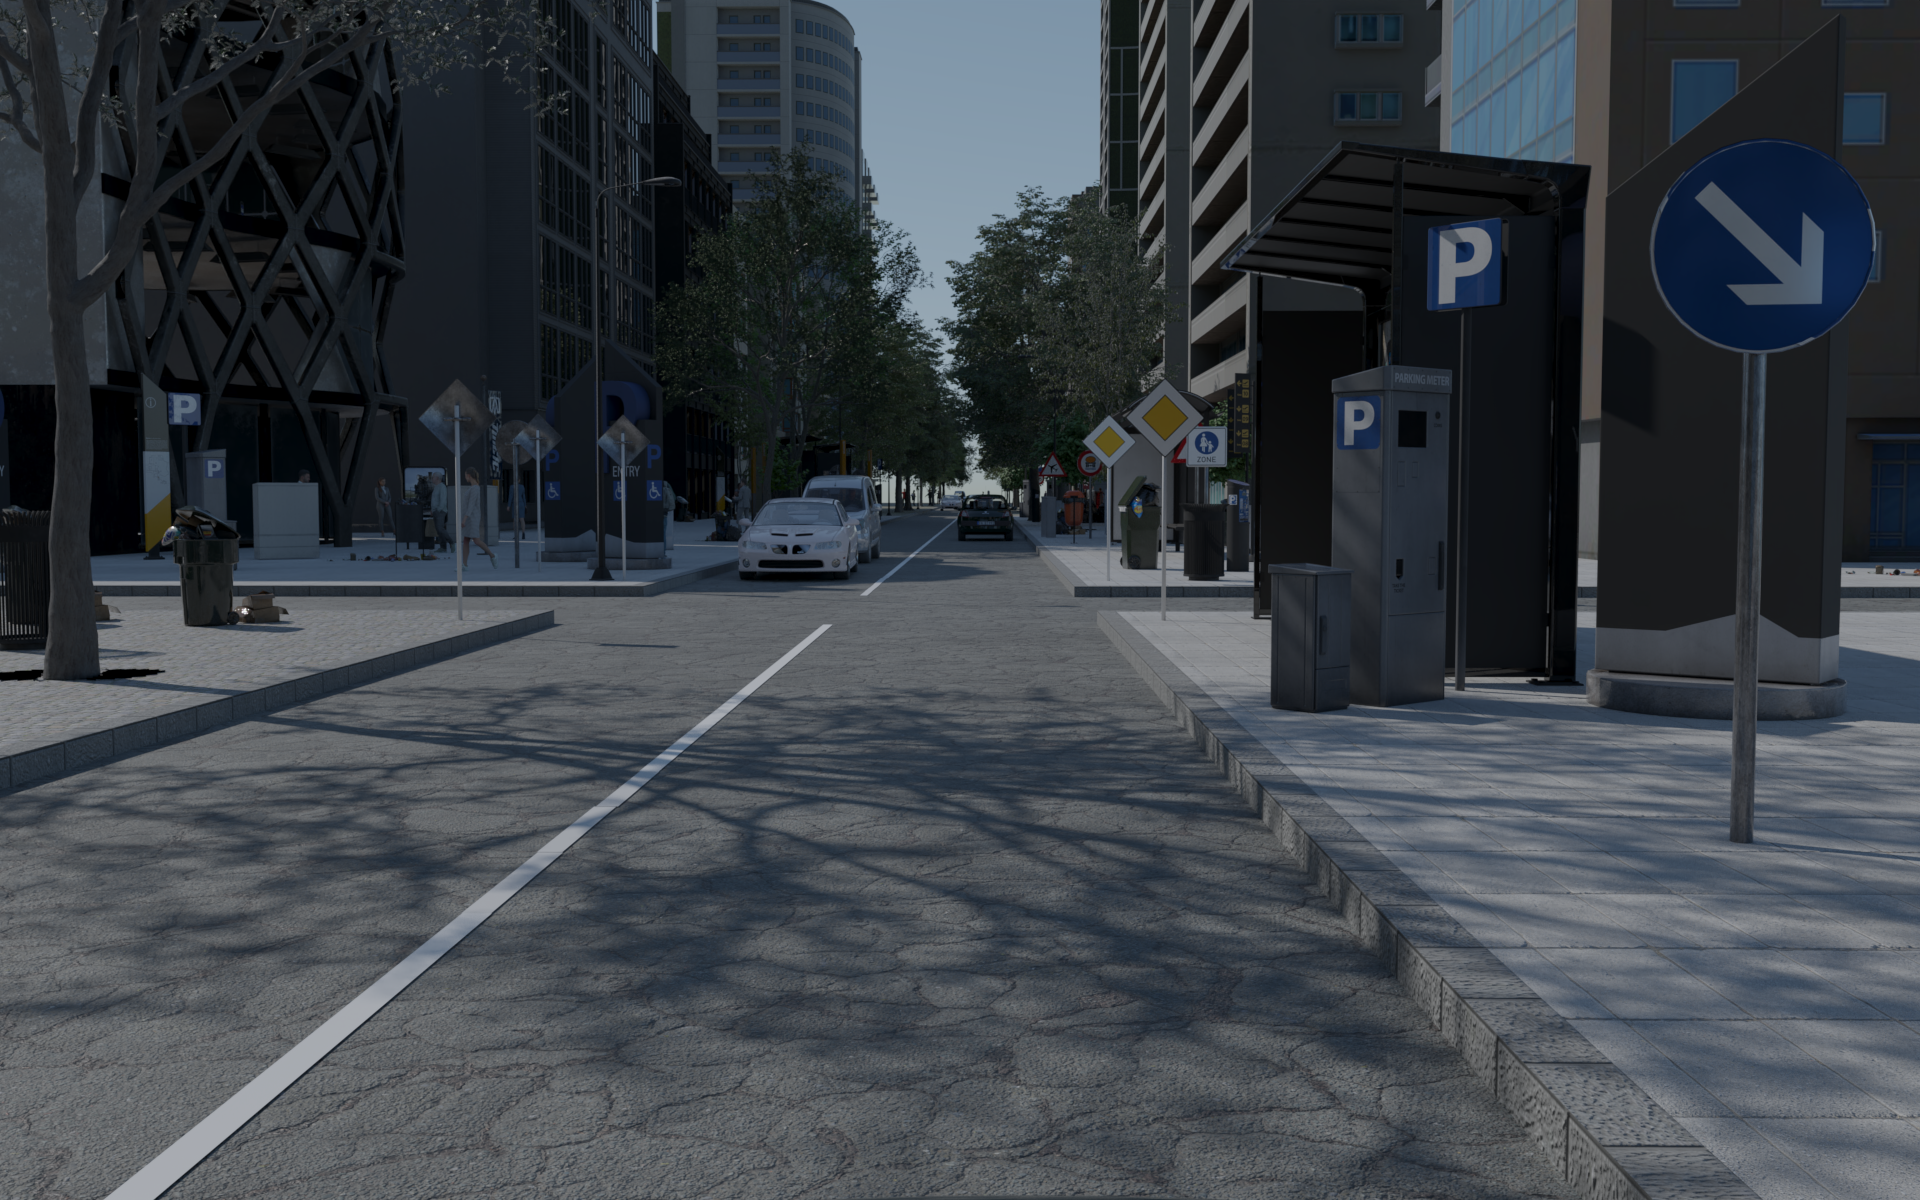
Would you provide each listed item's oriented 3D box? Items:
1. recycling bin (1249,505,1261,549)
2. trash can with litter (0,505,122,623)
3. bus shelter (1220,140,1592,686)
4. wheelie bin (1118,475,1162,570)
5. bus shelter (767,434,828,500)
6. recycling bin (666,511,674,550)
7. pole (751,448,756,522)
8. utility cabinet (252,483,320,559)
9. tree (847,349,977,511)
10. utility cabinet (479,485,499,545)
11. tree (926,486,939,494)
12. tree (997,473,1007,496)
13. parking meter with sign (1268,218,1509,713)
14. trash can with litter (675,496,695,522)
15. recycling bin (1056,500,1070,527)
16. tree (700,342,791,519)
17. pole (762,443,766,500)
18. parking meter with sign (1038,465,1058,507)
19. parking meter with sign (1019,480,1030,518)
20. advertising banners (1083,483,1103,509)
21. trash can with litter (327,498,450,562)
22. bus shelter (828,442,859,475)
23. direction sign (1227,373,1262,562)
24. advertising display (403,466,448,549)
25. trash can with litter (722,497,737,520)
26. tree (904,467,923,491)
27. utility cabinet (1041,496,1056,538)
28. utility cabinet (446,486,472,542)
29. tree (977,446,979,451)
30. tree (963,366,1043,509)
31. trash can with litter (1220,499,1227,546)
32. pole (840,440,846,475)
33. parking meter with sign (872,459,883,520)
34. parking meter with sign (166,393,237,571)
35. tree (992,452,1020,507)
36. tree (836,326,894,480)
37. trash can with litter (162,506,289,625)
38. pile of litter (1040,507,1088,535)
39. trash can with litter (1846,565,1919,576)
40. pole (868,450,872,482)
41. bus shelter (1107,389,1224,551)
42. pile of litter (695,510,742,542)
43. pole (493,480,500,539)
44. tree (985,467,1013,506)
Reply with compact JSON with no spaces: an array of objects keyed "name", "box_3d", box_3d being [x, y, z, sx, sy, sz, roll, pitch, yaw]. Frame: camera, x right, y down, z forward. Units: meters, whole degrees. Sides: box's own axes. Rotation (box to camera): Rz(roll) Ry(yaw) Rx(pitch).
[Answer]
[{"name":"recycling bin","box_3d":[6.778,-1.638,39.333,0.722,1.027,0.722,2,4,26]},{"name":"trash can with litter","box_3d":[-9.091,-0.369,17.427,1.055,1.170,0.624,-3,5,-44]},{"name":"bus shelter","box_3d":[3.454,-1.429,14.649,1.731,3.624,6.357,0,4,1]},{"name":"wheelie bin","box_3d":[3.095,-1.332,29.684,0.693,1.594,0.980,0,4,-7]},{"name":"bus shelter","box_3d":[-6.637,-4.847,70.533,1.731,3.624,6.357,0,4,1]},{"name":"recycling bin","box_3d":[-7.046,-1.657,39.642,0.722,1.027,0.722,3,5,43]},{"name":"pole","box_3d":[-9.083,-5.036,76.181,0.158,3.312,0.155,0,3,0]},{"name":"utility cabinet","box_3d":[-13.274,-1.556,34.118,1.173,1.500,0.318,-3,5,-40]},{"name":"tree","box_3d":[-4.032,-13.289,134.283,9.611,12.733,9.660,0,3,0]},{"name":"utility cabinet","box_3d":[-11.761,-2.102,43.046,0.318,1.500,1.173,-2,4,-29]},{"name":"tree","box_3d":[-3.379,-13.991,223.349,1.663,3.219,1.824,0,3,0]},{"name":"tree","box_3d":[5.899,-16.871,226.195,4.737,8.622,4.395,0,3,0]},{"name":"parking meter with sign","box_3d":[2.632,-0.882,10.680,1.738,3.016,0.543,-3,5,-40]},{"name":"trash can with litter","box_3d":[-12.550,-4.151,79.255,1.055,1.170,0.624,2,4,34]},{"name":"recycling bin","box_3d":[4.139,-3.403,68.185,0.722,1.027,0.722,2,4,23]},{"name":"tree","box_3d":[-10.164,-8.063,82.191,4.737,8.622,4.395,0,3,0]},{"name":"pole","box_3d":[-7.764,-4.586,68.819,0.158,3.312,0.155,0,3,0]},{"name":"parking meter with sign","box_3d":[4.990,-5.879,92.386,1.738,3.016,0.543,2,4,25]},{"name":"parking meter with sign","box_3d":[3.777,-5.984,94.101,0.543,3.016,1.738,-2,4,-28]},{"name":"advertising banners","box_3d":[7.689,-6.089,95.748,2.074,3.025,0.090,0,4,-7]},{"name":"trash can with litter","box_3d":[-11.065,-1.375,33.541,2.233,1.210,1.678,-1,4,-14]},{"name":"bus shelter","box_3d":[-5.809,-5.495,81.124,1.731,3.624,6.357,0,4,1]},{"name":"direction sign","box_3d":[5.526,-2.486,32.638,0.876,3.537,0.379,-2,4,-27]},{"name":"advertising display","box_3d":[-12.388,-2.138,40.168,0.974,1.923,0.123,0,4,-6]},{"name":"trash can with litter","box_3d":[-11.341,-4.575,86.185,1.055,1.170,0.624,1,4,16]},{"name":"tree","box_3d":[-4.682,-12.207,149.950,4.737,8.622,4.395,0,3,0]},{"name":"utility cabinet","box_3d":[2.636,-2.461,51.397,0.306,1.237,1.020,0,4,-7]},{"name":"utility cabinet","box_3d":[-13.304,-2.281,45.972,0.318,1.500,1.173,0,4,3]},{"name":"tree","box_3d":[-2.186,-19.549,236.631,9.611,12.733,9.660,0,3,0]},{"name":"tree","box_3d":[5.247,-14.232,150.822,7.486,12.596,7.792,0,3,0]},{"name":"trash can with litter","box_3d":[6.779,-1.879,42.115,0.624,1.170,1.055,-2,4,-26]},{"name":"pole","box_3d":[-4.413,-4.376,65.389,0.158,3.312,0.155,0,3,0]},{"name":"parking meter with sign","box_3d":[-4.694,-5.437,85.154,1.738,3.016,0.543,-2,4,-23]},{"name":"parking meter with sign","box_3d":[-12.829,-2.029,29.437,1.738,3.016,0.543,3,5,44]},{"name":"tree","box_3d":[5.546,-14.749,166.902,9.928,11.665,9.643,0,3,0]},{"name":"tree","box_3d":[-4.175,-13.128,121.295,9.857,13.997,8.962,0,3,0]},{"name":"trash can with litter","box_3d":[-7.259,-0.352,17.136,0.624,1.170,1.055,2,4,35]},{"name":"pile of litter","box_3d":[3.551,-2.526,55.259,1.176,0.858,1.719,2,4,30]},{"name":"trash can with litter","box_3d":[15.248,-0.992,27.283,2.233,1.210,1.678,3,4,39]},{"name":"pole","box_3d":[-4.147,-5.252,79.711,0.158,3.312,0.155,0,3,0]},{"name":"bus shelter","box_3d":[4.118,-2.585,36.194,2.014,3.302,5.546,0,4,1]},{"name":"pile of litter","box_3d":[-6.382,-2.031,47.172,1.719,0.858,1.176,3,4,36]},{"name":"pole","box_3d":[-13.263,-3.403,49.484,0.158,3.312,0.155,0,3,0]},{"name":"tree","box_3d":[5.795,-16.749,208.265,8.767,10.594,7.601,-2,4,-32]}]
